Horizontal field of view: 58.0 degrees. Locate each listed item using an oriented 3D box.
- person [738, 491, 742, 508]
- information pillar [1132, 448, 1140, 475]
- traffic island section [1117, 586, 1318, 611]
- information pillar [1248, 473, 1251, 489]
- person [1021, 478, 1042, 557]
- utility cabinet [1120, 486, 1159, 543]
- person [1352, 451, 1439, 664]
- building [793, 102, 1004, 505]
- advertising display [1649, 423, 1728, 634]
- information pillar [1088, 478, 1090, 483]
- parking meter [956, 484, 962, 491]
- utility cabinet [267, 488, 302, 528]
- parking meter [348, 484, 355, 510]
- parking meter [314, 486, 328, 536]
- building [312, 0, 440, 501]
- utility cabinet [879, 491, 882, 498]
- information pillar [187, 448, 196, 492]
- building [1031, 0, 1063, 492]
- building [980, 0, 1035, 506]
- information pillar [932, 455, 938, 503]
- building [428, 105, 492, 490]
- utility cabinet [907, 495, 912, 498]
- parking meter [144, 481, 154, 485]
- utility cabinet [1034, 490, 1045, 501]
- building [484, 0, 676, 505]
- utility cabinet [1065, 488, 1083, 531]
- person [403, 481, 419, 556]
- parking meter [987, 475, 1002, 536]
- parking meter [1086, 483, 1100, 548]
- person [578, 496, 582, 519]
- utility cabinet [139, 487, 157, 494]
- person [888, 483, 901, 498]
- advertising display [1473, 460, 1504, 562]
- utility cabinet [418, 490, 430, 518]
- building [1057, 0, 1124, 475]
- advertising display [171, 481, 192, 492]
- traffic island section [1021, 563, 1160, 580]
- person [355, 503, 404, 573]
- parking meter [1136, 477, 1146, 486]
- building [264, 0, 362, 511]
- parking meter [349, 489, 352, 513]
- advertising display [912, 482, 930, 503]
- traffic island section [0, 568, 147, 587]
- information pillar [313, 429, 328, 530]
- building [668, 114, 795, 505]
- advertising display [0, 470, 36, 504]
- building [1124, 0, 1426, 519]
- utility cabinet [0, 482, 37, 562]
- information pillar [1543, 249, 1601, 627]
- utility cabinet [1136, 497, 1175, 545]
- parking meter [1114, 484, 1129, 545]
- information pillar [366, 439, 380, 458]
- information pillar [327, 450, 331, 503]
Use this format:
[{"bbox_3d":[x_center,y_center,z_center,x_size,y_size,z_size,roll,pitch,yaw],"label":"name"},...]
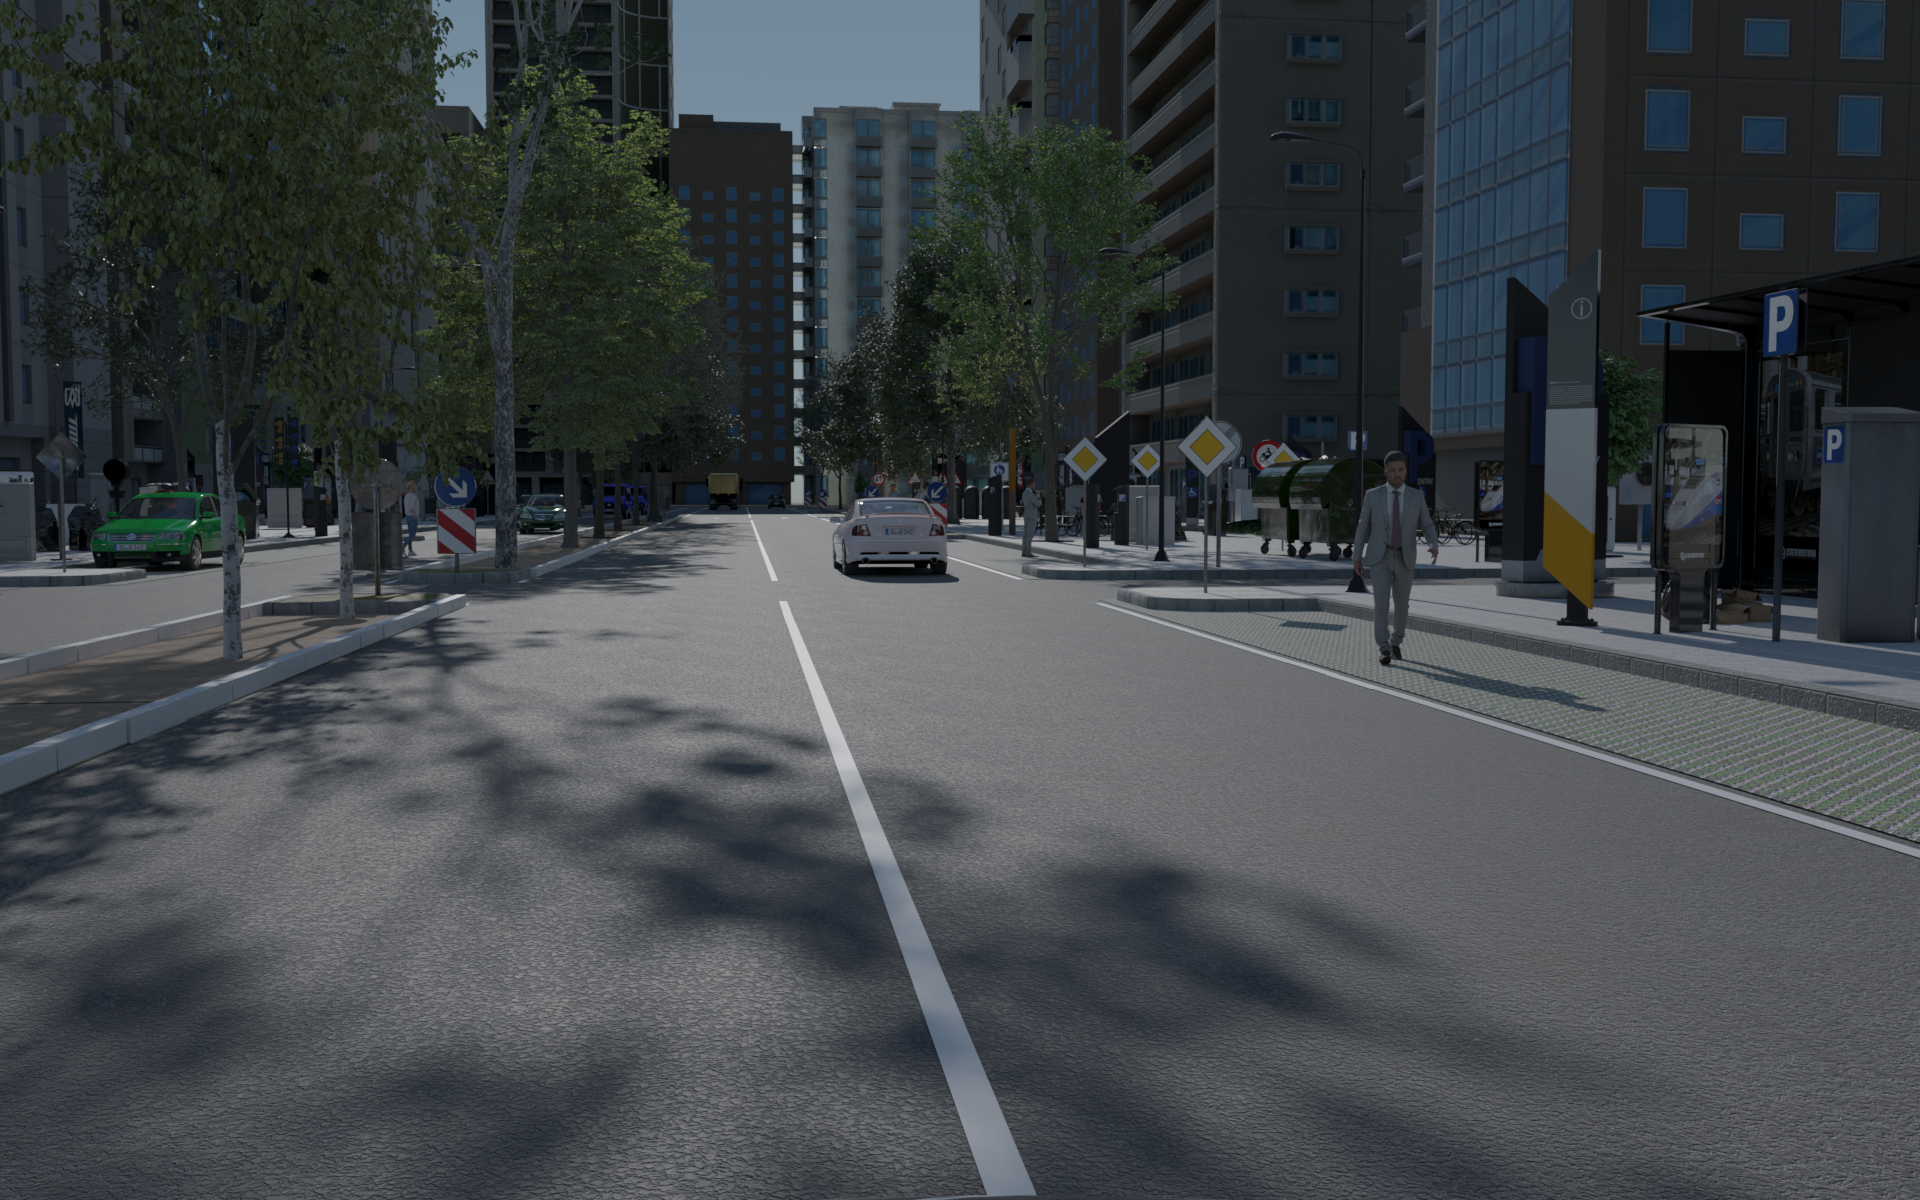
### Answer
[{"bbox_3d":[-23.030,-10.442,179.773,0.990,1.755,0.434,1,4,18],"label":"person"},{"bbox_3d":[8.928,-5.903,87.865,0.504,3.616,0.183,-2,4,-33],"label":"information pillar"},{"bbox_3d":[3.206,-0.013,22.498,2.009,0.180,2.903,0,4,-7],"label":"traffic island section"},{"bbox_3d":[10.064,-3.472,61.263,0.304,2.012,0.304,-3,5,-42],"label":"information pillar"},{"bbox_3d":[1.637,-1.860,39.097,0.466,1.800,0.511,-2,4,-29],"label":"person"},{"bbox_3d":[4.680,-2.215,44.896,1.173,1.500,0.318,3,4,39],"label":"utility cabinet"},{"bbox_3d":[3.678,-0.360,14.666,0.678,1.792,0.850,0,4,8],"label":"person"},{"bbox_3d":[-5.672,-36.395,214.667,30.456,49.044,23.786,0,4,-7],"label":"building"},{"bbox_3d":[6.754,-0.663,16.058,0.974,1.923,0.123,-2,4,-33],"label":"advertising display"},{"bbox_3d":[6.094,-4.630,80.186,0.304,2.012,0.304,0,4,7],"label":"information pillar"},{"bbox_3d":[-0.135,-5.523,96.018,0.399,1.863,0.255,-2,4,-31],"label":"parking meter"},{"bbox_3d":[-25.107,-3.407,64.385,1.173,1.500,0.318,-1,4,-16],"label":"utility cabinet"},{"bbox_3d":[-35.182,-5.777,100.168,0.255,1.863,0.399,1,4,10],"label":"parking meter"},{"bbox_3d":[-19.414,-2.703,52.609,0.372,1.533,0.369,0,3,0],"label":"parking meter"},{"bbox_3d":[-59.938,-34.078,146.407,27.495,52.752,28.713,0,4,-7],"label":"building"},{"bbox_3d":[-5.005,-5.752,102.728,0.318,1.500,1.173,2,4,24],"label":"utility cabinet"},{"bbox_3d":[-38.946,-5.897,87.767,0.504,3.616,0.183,2,4,28],"label":"information pillar"},{"bbox_3d":[12.396,-27.513,133.430,14.154,41.232,14.086,0,4,-7],"label":"building"},{"bbox_3d":[16.788,-34.661,155.949,28.713,52.752,27.495,0,4,-7],"label":"building"},{"bbox_3d":[-1.190,-5.509,81.425,0.183,3.616,0.504,2,4,24],"label":"information pillar"},{"bbox_3d":[-67.229,-35.617,206.031,21.600,48.544,21.300,0,4,-7],"label":"building"},{"bbox_3d":[-2.459,-5.259,97.140,1.020,1.237,0.306,0,4,-7],"label":"utility cabinet"},{"bbox_3d":[-37.474,-4.550,80.096,0.399,1.863,0.255,1,4,19],"label":"parking meter"},{"bbox_3d":[4.864,-5.751,102.702,1.173,1.500,0.318,0,4,6],"label":"utility cabinet"},{"bbox_3d":[-44.933,-47.065,207.760,20.611,71.187,20.563,0,4,-7],"label":"building"},{"bbox_3d":[4.095,-3.091,59.221,0.318,1.500,1.173,-3,4,-36],"label":"utility cabinet"},{"bbox_3d":[-12.738,-1.887,40.022,0.731,1.740,0.598,3,5,39],"label":"person"},{"bbox_3d":[1.065,-2.902,53.161,0.399,1.863,0.255,3,5,41],"label":"parking meter"},{"bbox_3d":[3.130,-2.004,41.179,0.372,1.533,0.369,0,3,0],"label":"parking meter"},{"bbox_3d":[-22.052,-5.357,100.330,0.306,1.304,0.590,1,4,21],"label":"person"},{"bbox_3d":[-24.127,-2.619,51.500,0.318,1.500,1.173,-1,4,-15],"label":"utility cabinet"},{"bbox_3d":[-2.350,-3.203,60.956,0.616,1.811,0.778,2,4,26],"label":"person"},{"bbox_3d":[10.104,-1.685,32.769,0.974,1.923,0.123,-2,4,-31],"label":"advertising display"},{"bbox_3d":[-28.029,-5.009,90.576,0.318,1.500,1.173,0,4,-4],"label":"utility cabinet"},{"bbox_3d":[14.859,-28.702,119.387,14.600,45.320,14.200,0,4,-7],"label":"building"},{"bbox_3d":[-38.700,-4.949,86.126,0.974,1.923,0.123,0,4,-4],"label":"advertising display"},{"bbox_3d":[2.205,-0.498,30.421,2.009,0.180,2.903,0,4,-7],"label":"traffic island section"},{"bbox_3d":[-10.373,-1.377,30.992,0.713,1.824,0.794,2,4,35],"label":"person"},{"bbox_3d":[6.171,-3.239,58.676,0.399,1.863,0.255,0,4,6],"label":"parking meter"},{"bbox_3d":[-52.822,-48.981,113.507,22.319,86.520,31.000,0,4,-7],"label":"building"},{"bbox_3d":[-28.373,-4.392,80.220,0.372,1.533,0.369,0,3,0],"label":"parking meter"},{"bbox_3d":[-2.054,-5.287,91.655,0.974,1.923,0.123,-2,4,-23],"label":"advertising display"},{"bbox_3d":[-14.653,-0.368,28.304,2.009,0.180,2.903,0,4,-7],"label":"traffic island section"},{"bbox_3d":[-23.124,-4.346,62.409,0.183,3.616,0.504,0,4,6],"label":"information pillar"},{"bbox_3d":[-27.323,-34.123,208.018,14.200,45.320,14.600,0,4,-7],"label":"building"},{"bbox_3d":[-25.466,-2.539,46.720,0.974,1.923,0.123,-2,4,-34],"label":"advertising display"},{"bbox_3d":[21.590,-28.746,93.706,21.300,48.544,21.600,0,4,-7],"label":"building"},{"bbox_3d":[-18.033,-1.456,32.490,1.173,1.500,0.318,-1,4,-12],"label":"utility cabinet"},{"bbox_3d":[5.953,-1.558,16.828,0.504,3.616,0.183,3,4,38],"label":"information pillar"},{"bbox_3d":[4.946,-2.000,43.862,1.020,1.237,0.306,-2,4,-28],"label":"utility cabinet"},{"bbox_3d":[4.069,-2.150,43.559,0.372,1.533,0.369,0,3,0],"label":"parking meter"},{"bbox_3d":[-20.892,-4.298,61.626,0.504,3.616,0.183,0,4,-2],"label":"information pillar"},{"bbox_3d":[-33.755,-6.186,92.500,0.183,3.616,0.504,1,4,9],"label":"information pillar"}]
